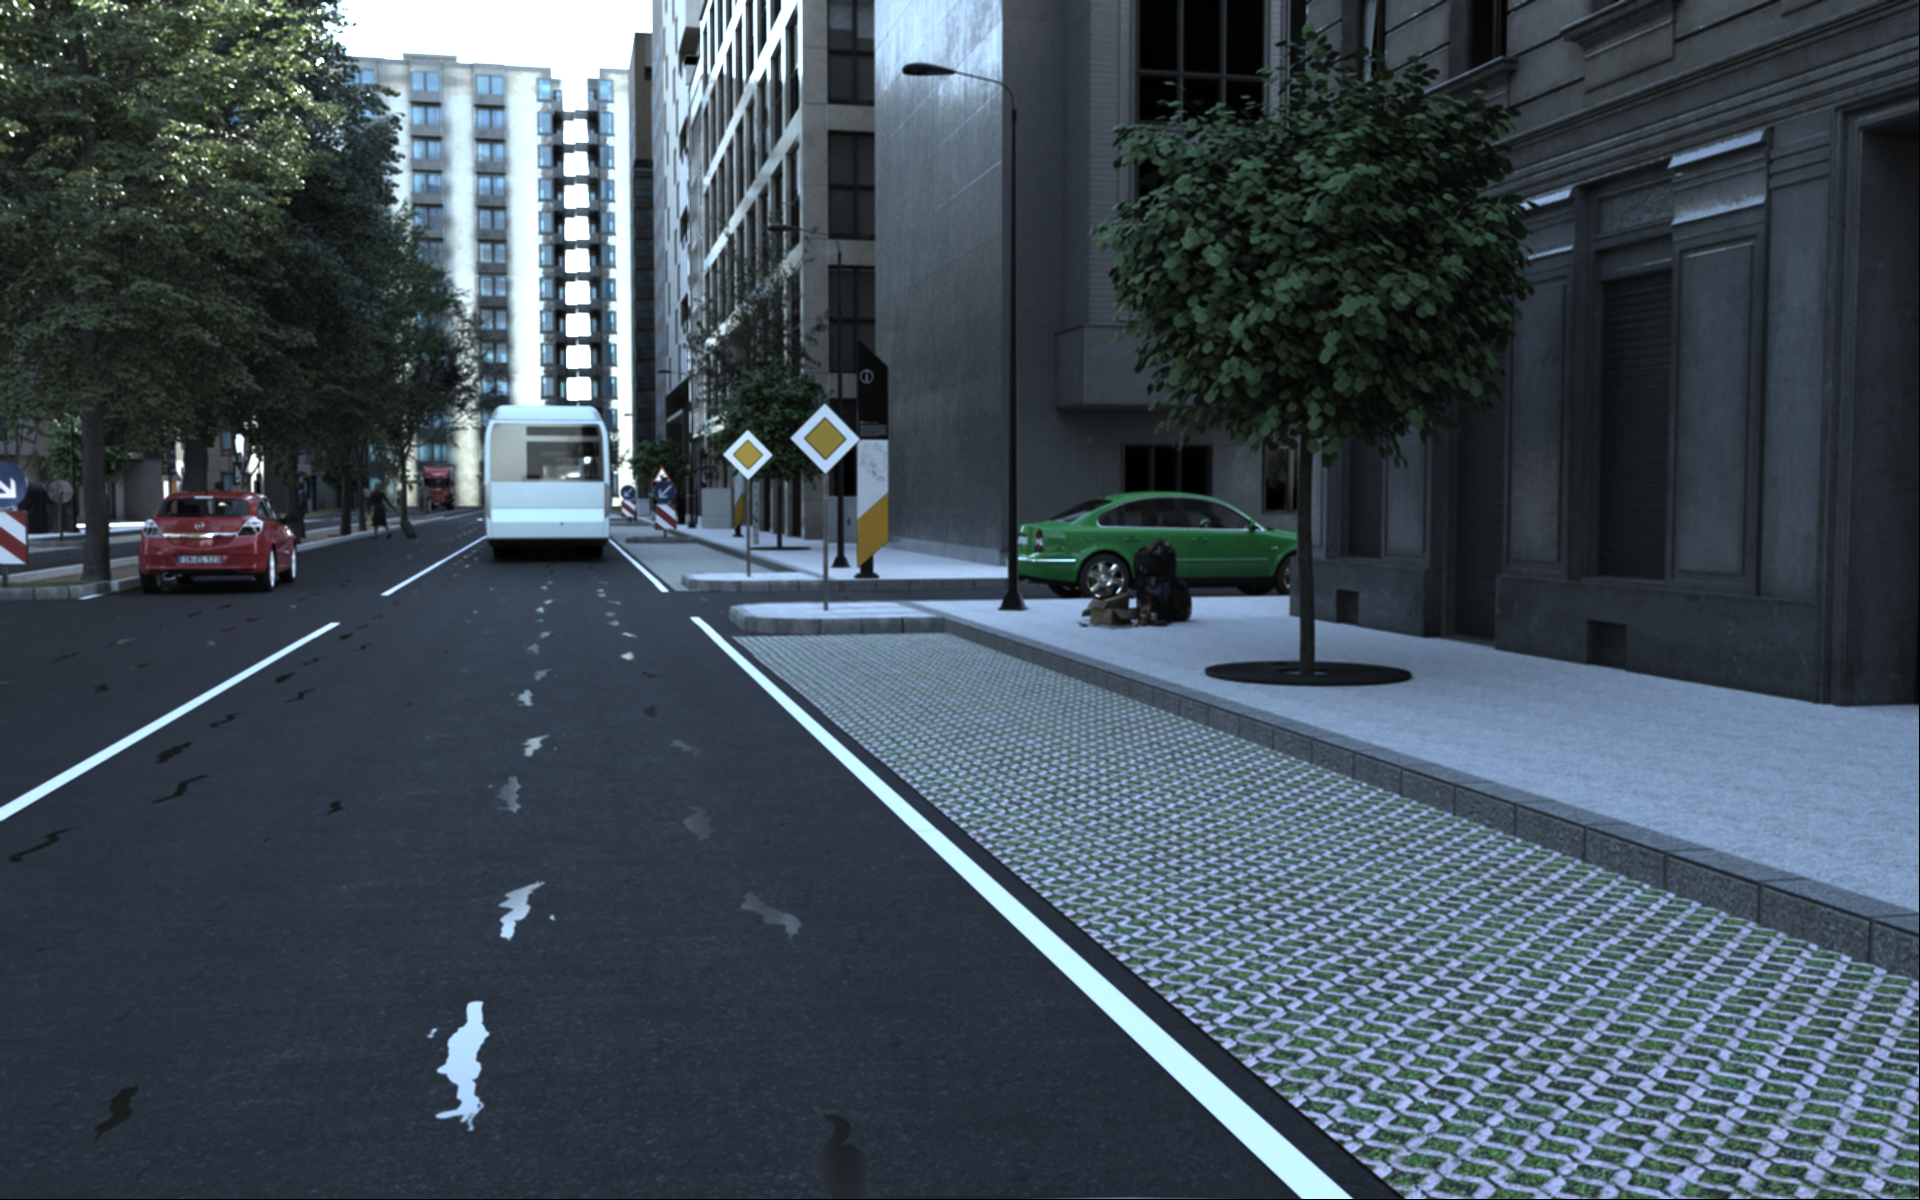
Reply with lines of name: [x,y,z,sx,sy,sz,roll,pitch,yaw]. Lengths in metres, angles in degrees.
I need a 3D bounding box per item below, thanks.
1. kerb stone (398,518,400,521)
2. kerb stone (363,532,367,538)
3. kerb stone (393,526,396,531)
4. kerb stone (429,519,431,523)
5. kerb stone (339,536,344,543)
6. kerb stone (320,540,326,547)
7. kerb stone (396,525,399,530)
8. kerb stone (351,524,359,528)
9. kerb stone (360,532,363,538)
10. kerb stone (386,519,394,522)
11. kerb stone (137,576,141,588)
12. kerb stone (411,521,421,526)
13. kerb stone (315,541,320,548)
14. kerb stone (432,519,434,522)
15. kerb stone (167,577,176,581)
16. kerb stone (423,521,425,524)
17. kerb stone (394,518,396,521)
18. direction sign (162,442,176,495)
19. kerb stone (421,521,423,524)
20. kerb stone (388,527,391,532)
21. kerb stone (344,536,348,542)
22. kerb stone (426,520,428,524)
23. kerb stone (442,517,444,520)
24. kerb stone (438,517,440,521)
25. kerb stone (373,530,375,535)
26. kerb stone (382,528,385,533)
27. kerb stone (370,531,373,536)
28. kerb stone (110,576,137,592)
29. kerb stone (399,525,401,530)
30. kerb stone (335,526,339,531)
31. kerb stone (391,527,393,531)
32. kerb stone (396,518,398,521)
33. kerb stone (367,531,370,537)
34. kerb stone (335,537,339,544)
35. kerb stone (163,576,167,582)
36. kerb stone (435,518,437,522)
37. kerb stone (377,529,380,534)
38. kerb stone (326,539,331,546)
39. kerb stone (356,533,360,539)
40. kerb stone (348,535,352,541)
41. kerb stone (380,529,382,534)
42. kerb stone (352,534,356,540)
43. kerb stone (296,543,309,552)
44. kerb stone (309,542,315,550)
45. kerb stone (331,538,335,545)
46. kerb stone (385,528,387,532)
kerb stone: [-29.777,-4.219,91.324,0.120,0.150,1.000,-1,4,-13]
kerb stone: [-19.660,-2.118,56.837,0.120,0.150,1.000,-1,4,-13]
kerb stone: [-21.979,-2.730,66.829,0.120,0.150,1.000,-1,4,-13]
kerb stone: [-26.134,-3.824,84.824,0.120,0.150,1.000,-1,4,-13]
kerb stone: [-18.283,-1.752,50.835,0.120,0.150,1.000,-1,4,-13]
kerb stone: [-17.353,-1.495,46.833,0.120,0.150,1.000,-1,4,-13]
kerb stone: [-22.197,-2.791,67.828,0.120,0.150,1.000,-1,4,-13]
kerb stone: [-25.641,-3.129,73.347,0.120,0.150,1.000,-1,4,-13]
kerb stone: [-19.436,-2.058,55.839,0.120,0.150,1.000,-1,4,-13]
kerb stone: [-29.101,-4.045,88.325,0.120,0.150,1.000,-1,4,-13]
kerb stone: [-12.735,-0.285,26.847,0.120,0.150,1.000,-1,4,-13]
kerb stone: [-24.753,-3.464,78.835,0.120,0.150,1.000,-1,4,-13]
kerb stone: [-17.122,-1.445,45.828,0.120,0.150,1.000,-1,4,-13]
kerb stone: [-26.596,-3.952,86.816,0.120,0.150,1.000,-1,4,-13]
kerb stone: [-13.201,-0.406,28.840,0.120,0.150,1.000,-1,4,-13]
kerb stone: [-25.208,-3.586,80.829,0.120,0.150,1.000,-1,4,-13]
kerb stone: [-29.330,-4.106,89.323,0.120,0.150,1.000,-1,4,-13]
direction sign: [-32.077,-4.787,70.272,0.876,3.537,0.379,2,4,32]
kerb stone: [-24.984,-3.522,79.831,0.120,0.150,1.000,-1,4,-13]
kerb stone: [-21.516,-2.608,64.830,0.120,0.150,1.000,-1,4,-13]
kerb stone: [-18.512,-1.814,51.848,0.120,0.150,1.000,-1,4,-13]
kerb stone: [-25.668,-3.708,82.824,0.120,0.150,1.000,-1,4,-13]
kerb stone: [-28.212,-4.381,93.822,0.120,0.150,1.000,-1,4,-13]
kerb stone: [-27.523,-4.197,90.821,0.120,0.150,1.000,-1,4,-13]
kerb stone: [-20.360,-2.296,59.832,0.120,0.150,1.000,-1,4,-13]
kerb stone: [-21.052,-2.481,62.839,0.120,0.150,1.000,-1,4,-13]
kerb stone: [-20.127,-2.240,58.833,0.120,0.150,1.000,-1,4,-13]
kerb stone: [-12.503,-0.223,25.852,0.120,0.150,1.000,-1,4,-13]
kerb stone: [-22.438,-2.852,68.829,0.120,0.150,1.000,-1,4,-13]
kerb stone: [-24.019,-2.701,66.351,0.120,0.150,1.000,-1,4,-13]
kerb stone: [-21.748,-2.669,65.833,0.120,0.150,1.000,-1,4,-13]
kerb stone: [-29.568,-4.167,90.323,0.120,0.150,1.000,-1,4,-13]
kerb stone: [-19.899,-2.180,57.833,0.120,0.150,1.000,-1,4,-13]
kerb stone: [-18.059,-1.691,49.838,0.120,0.150,1.000,-1,4,-13]
kerb stone: [-12.966,-0.346,27.846,0.120,0.150,1.000,-1,4,-13]
kerb stone: [-27.064,-4.074,88.826,0.120,0.150,1.000,-1,4,-13]
kerb stone: [-20.586,-2.363,60.832,0.120,0.150,1.000,-1,4,-13]
kerb stone: [-17.583,-1.568,47.837,0.120,0.150,1.000,-1,4,-13]
kerb stone: [-19.207,-1.997,54.843,0.120,0.150,1.000,-1,4,-13]
kerb stone: [-18.742,-1.871,52.846,0.120,0.150,1.000,-1,4,-13]
kerb stone: [-20.823,-2.422,61.835,0.120,0.150,1.000,-1,4,-13]
kerb stone: [-18.973,-1.930,53.842,0.120,0.150,1.000,-1,4,-13]
kerb stone: [-16.660,-1.320,43.823,0.120,0.150,1.000,-1,4,-13]
kerb stone: [-16.891,-1.382,44.832,0.120,0.150,1.000,-1,4,-13]
kerb stone: [-17.819,-1.626,48.838,0.120,0.150,1.000,-1,4,-13]
kerb stone: [-21.294,-2.547,63.832,0.120,0.150,1.000,-1,4,-13]
